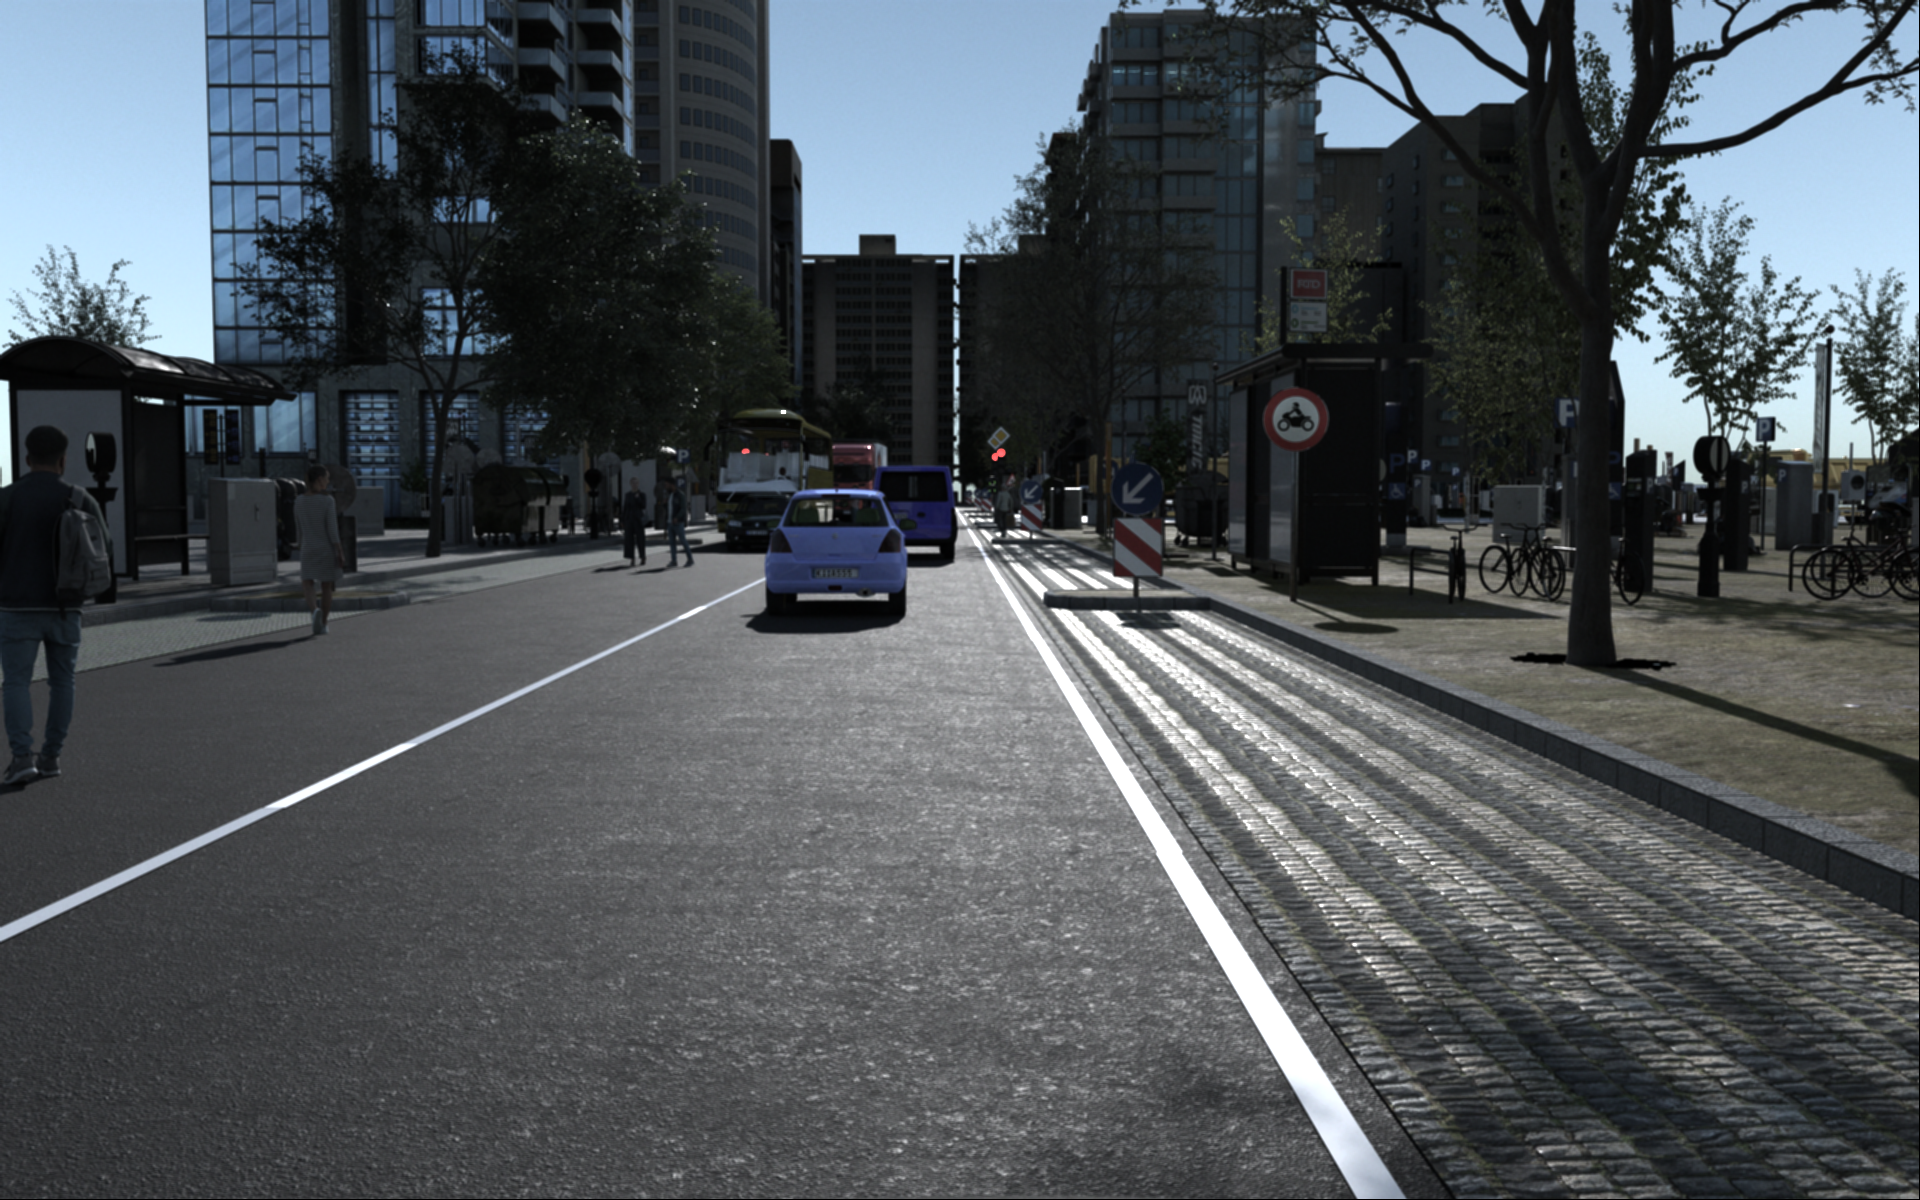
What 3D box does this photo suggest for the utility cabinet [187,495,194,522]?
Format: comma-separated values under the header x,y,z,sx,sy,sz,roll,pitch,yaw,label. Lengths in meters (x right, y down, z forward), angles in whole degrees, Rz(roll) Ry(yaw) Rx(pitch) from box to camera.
x,y,z,sx,sy,sz,roll,pitch,yaw,label
-35.922,-4.220,80.162,0.306,1.237,1.020,1,4,11,utility cabinet

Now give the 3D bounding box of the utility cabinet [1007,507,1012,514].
x,y,z,sx,sy,sz,roll,pitch,yaw,label
3.192,-6.316,114.425,0.306,1.237,1.020,-1,4,-23,utility cabinet

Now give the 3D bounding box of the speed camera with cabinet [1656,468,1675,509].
x,y,z,sx,sy,sz,roll,pitch,yaw,label
35.088,-5.614,86.118,0.660,3.252,2.038,2,4,32,speed camera with cabinet

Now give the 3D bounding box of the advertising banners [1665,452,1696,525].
x,y,z,sx,sy,sz,roll,pitch,yaw,label
30.089,-4.663,72.423,2.074,3.025,0.090,-2,4,-32,advertising banners

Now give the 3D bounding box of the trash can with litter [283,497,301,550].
x,y,z,sx,sy,sz,roll,pitch,yaw,label
-15.776,-1.767,39.946,1.678,1.210,2.233,2,4,34,trash can with litter

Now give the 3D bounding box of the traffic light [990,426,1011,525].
x,y,z,sx,sy,sz,roll,pitch,yaw,label
1.674,-5.058,71.621,0.839,4.253,0.868,0,4,0,traffic light

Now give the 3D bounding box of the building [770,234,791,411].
x,y,z,sx,sy,sz,roll,pitch,yaw,label
-26.247,-25.632,190.790,14.160,30.474,14.107,0,4,0,building

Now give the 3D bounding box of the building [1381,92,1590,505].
x,y,z,sx,sy,sz,roll,pitch,yaw,label
64.571,-35.987,212.083,21.600,48.544,21.300,0,4,0,building

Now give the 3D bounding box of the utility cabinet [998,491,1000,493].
x,y,z,sx,sy,sz,roll,pitch,yaw,label
3.392,-7.272,127.577,1.173,1.500,0.318,-1,4,-11,utility cabinet

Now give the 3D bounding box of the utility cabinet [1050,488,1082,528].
x,y,z,sx,sy,sz,roll,pitch,yaw,label
3.984,-3.454,65.152,1.173,1.500,0.318,1,4,23,utility cabinet

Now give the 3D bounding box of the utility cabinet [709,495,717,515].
x,y,z,sx,sy,sz,roll,pitch,yaw,label
-14.985,-5.840,106.642,1.020,1.237,0.306,1,4,14,utility cabinet

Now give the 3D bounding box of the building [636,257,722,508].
x,y,z,sx,sy,sz,roll,pitch,yaw,label
-34.891,-18.030,139.823,27.650,21.520,28.899,0,4,0,building

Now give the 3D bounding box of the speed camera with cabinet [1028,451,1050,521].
x,y,z,sx,sy,sz,roll,pitch,yaw,label
4.179,-5.275,80.575,0.660,3.252,2.038,3,5,40,speed camera with cabinet

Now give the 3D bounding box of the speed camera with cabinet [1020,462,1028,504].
x,y,z,sx,sy,sz,roll,pitch,yaw,label
4.656,-6.717,104.155,2.038,3.252,0.660,1,4,16,speed camera with cabinet

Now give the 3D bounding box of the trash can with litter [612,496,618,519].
x,y,z,sx,sy,sz,roll,pitch,yaw,label
-18.045,-4.859,90.835,0.624,1.170,1.055,-2,4,-34,trash can with litter

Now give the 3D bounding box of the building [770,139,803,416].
x,y,z,sx,sy,sz,roll,pitch,yaw,label
-27.200,-34.530,214.683,14.200,45.320,14.600,0,4,0,building

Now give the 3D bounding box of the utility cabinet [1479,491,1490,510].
x,y,z,sx,sy,sz,roll,pitch,yaw,label
33.039,-6.069,107.911,1.173,1.500,0.318,-1,4,-12,utility cabinet

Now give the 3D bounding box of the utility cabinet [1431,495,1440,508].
x,y,z,sx,sy,sz,roll,pitch,yaw,label
32.610,-6.584,118.814,0.306,1.237,1.020,3,4,37,utility cabinet

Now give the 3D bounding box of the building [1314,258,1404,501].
x,y,z,sx,sy,sz,roll,pitch,yaw,label
46.497,-27.184,216.163,14.107,30.474,14.160,0,4,0,building

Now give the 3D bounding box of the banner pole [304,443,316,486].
x,y,z,sx,sy,sz,roll,pitch,yaw,label
-31.788,-5.789,84.670,0.401,3.779,0.863,2,4,34,banner pole

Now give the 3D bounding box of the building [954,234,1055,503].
x,y,z,sx,sy,sz,roll,pitch,yaw,label
11.481,-34.862,261.868,23.993,40.220,32.217,0,4,0,building

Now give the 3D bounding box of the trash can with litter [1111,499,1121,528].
x,y,z,sx,sy,sz,roll,pitch,yaw,label
6.077,-3.358,66.286,0.624,1.170,1.055,-2,4,-31,trash can with litter

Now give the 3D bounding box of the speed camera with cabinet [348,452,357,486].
x,y,z,sx,sy,sz,roll,pitch,yaw,label
-29.186,-5.284,80.735,2.038,3.252,0.660,-1,4,-16,speed camera with cabinet

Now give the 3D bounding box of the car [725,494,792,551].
x,y,z,sx,sy,sz,roll,pitch,yaw,label
-4.973,-2.134,44.673,2.009,1.686,4.222,0,4,1,car

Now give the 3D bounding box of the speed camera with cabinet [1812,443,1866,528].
x,y,z,sx,sy,sz,roll,pitch,yaw,label
33.568,-4.403,66.332,2.038,3.252,0.660,0,4,-6,speed camera with cabinet

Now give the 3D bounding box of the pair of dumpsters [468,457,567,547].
x,y,z,sx,sy,sz,roll,pitch,yaw,label
-11.117,-2.514,43.590,1.574,2.255,4.437,0,4,0,pair of dumpsters

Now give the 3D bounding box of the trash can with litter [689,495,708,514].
x,y,z,sx,sy,sz,roll,pitch,yaw,label
-18.963,-7.045,126.241,2.233,1.210,1.678,-3,5,-43,trash can with litter

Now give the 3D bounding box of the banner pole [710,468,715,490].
x,y,z,sx,sy,sz,roll,pitch,yaw,label
-19.238,-8.905,135.610,0.863,3.779,0.401,1,4,18,banner pole

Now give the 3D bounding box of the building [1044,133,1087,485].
x,y,z,sx,sy,sz,roll,pitch,yaw,label
21.386,-33.809,207.402,22.147,44.769,28.867,0,4,0,building

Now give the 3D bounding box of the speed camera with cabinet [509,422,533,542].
x,y,z,sx,sy,sz,roll,pitch,yaw,label
-11.841,-3.219,46.965,0.660,3.252,2.038,-1,4,-9,speed camera with cabinet

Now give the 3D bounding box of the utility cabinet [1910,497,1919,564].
x,y,z,sx,sy,sz,roll,pitch,yaw,label
17.996,-1.255,31.675,0.306,1.237,1.020,-3,5,-43,utility cabinet

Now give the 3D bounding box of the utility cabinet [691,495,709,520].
x,y,z,sx,sy,sz,roll,pitch,yaw,label
-12.969,-4.568,85.849,0.306,1.237,1.020,1,4,19,utility cabinet

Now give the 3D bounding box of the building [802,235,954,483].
x,y,z,sx,sy,sz,roll,pitch,yaw,label
-12.515,-34.886,262.265,23.993,40.220,32.217,0,4,0,building

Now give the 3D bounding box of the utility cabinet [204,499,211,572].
x,y,z,sx,sy,sz,roll,pitch,yaw,label
-12.345,-1.097,29.101,0.306,1.237,1.020,0,4,-2,utility cabinet

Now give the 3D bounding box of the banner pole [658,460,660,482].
x,y,z,sx,sy,sz,roll,pitch,yaw,label
-14.621,-5.638,82.199,0.863,3.779,0.401,-1,4,-21,banner pole

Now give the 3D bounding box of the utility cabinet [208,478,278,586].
x,y,z,sx,sy,sz,roll,pitch,yaw,label
-10.099,-0.964,24.448,0.318,1.500,1.173,1,4,10,utility cabinet

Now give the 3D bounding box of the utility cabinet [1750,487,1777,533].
x,y,z,sx,sy,sz,roll,pitch,yaw,label
26.283,-2.933,56.636,1.173,1.500,0.318,-3,5,-39,utility cabinet

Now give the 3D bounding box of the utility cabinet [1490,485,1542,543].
x,y,z,sx,sy,sz,roll,pitch,yaw,label
14.392,-2.205,44.738,1.173,1.500,0.318,3,4,37,utility cabinet

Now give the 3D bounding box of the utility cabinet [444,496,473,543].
x,y,z,sx,sy,sz,roll,pitch,yaw,label
-13.256,-2.121,45.848,0.306,1.237,1.020,1,4,13,utility cabinet

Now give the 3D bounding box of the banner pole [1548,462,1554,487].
x,y,z,sx,sy,sz,roll,pitch,yaw,label
46.461,-8.949,136.336,0.401,3.779,0.863,-1,4,-15,banner pole

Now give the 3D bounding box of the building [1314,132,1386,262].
x,y,z,sx,sy,sz,roll,pitch,yaw,label
60.128,-41.062,260.600,27.495,52.752,28.713,0,4,0,building

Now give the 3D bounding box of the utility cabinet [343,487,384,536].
x,y,z,sx,sy,sz,roll,pitch,yaw,label
-18.204,-2.702,52.849,1.173,1.500,0.318,-1,4,-20,utility cabinet

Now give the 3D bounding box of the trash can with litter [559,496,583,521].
x,y,z,sx,sy,sz,roll,pitch,yaw,label
-19.014,-4.358,82.303,2.233,1.210,1.678,0,4,6,trash can with litter

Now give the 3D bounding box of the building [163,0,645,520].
x,y,z,sx,sy,sz,roll,pitch,yaw,label
-30.414,-48.154,99.993,22.319,86.520,31.000,0,4,0,building

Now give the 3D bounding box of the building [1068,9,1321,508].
x,y,z,sx,sy,sz,roll,pitch,yaw,label
23.559,-34.092,177.012,23.786,49.044,30.456,0,4,0,building

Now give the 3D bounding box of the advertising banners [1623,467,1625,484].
x,y,z,sx,sy,sz,roll,pitch,yaw,label
43.336,-7.053,111.498,2.074,3.025,0.090,1,4,14,advertising banners

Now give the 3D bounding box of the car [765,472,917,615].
x,y,z,sx,sy,sz,roll,pitch,yaw,label
-1.510,-0.750,21.861,1.945,1.707,3.694,0,4,-2,car

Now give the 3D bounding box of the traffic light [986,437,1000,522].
x,y,z,sx,sy,sz,roll,pitch,yaw,label
1.613,-5.546,79.606,0.839,4.253,0.868,0,4,0,traffic light

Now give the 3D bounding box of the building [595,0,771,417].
x,y,z,sx,sy,sz,roll,pitch,yaw,label
-30.395,-38.335,168.781,21.231,58.520,28.212,0,4,0,building

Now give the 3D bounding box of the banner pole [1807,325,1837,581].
x,y,z,sx,sy,sz,roll,pitch,yaw,label
12.708,-2.173,25.549,0.401,3.779,0.863,3,5,42,banner pole
